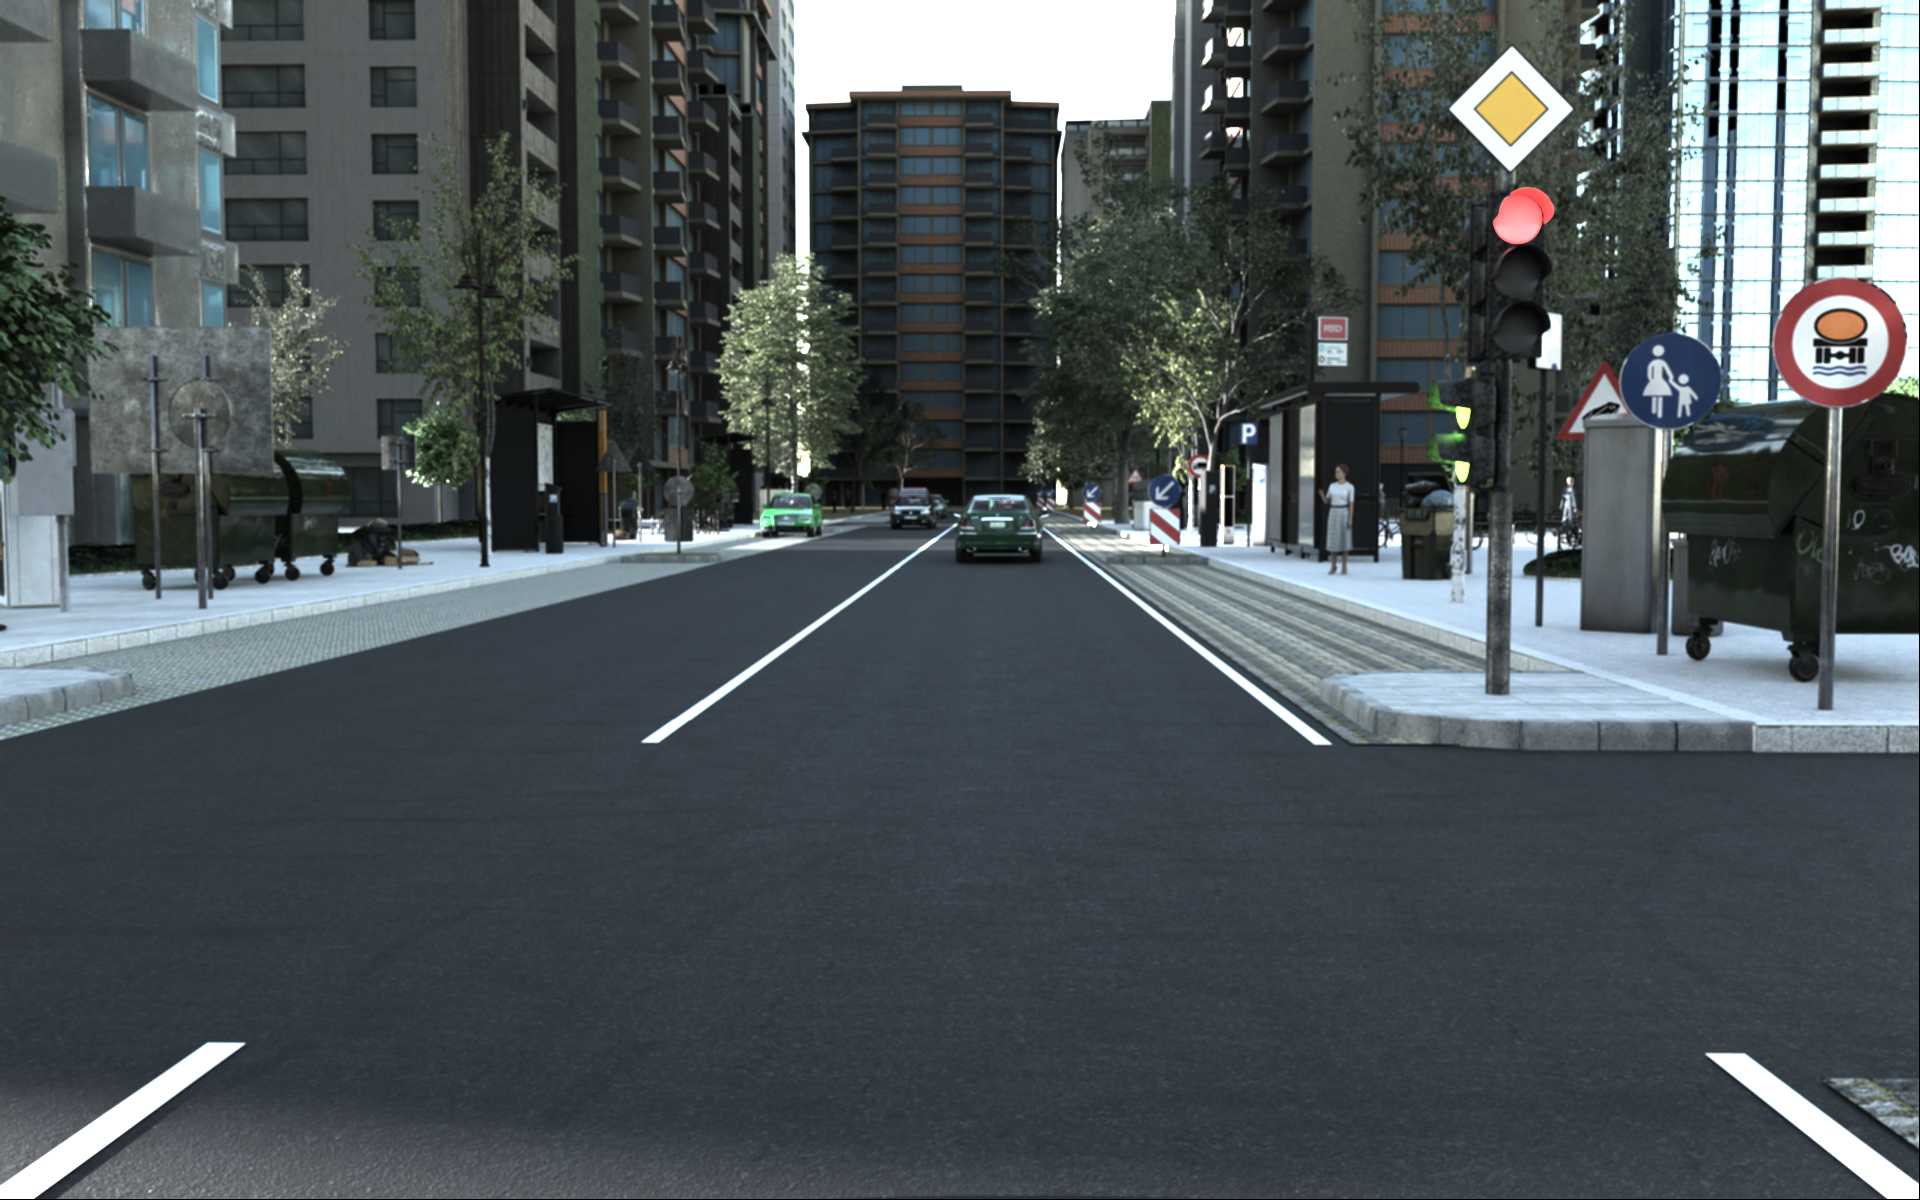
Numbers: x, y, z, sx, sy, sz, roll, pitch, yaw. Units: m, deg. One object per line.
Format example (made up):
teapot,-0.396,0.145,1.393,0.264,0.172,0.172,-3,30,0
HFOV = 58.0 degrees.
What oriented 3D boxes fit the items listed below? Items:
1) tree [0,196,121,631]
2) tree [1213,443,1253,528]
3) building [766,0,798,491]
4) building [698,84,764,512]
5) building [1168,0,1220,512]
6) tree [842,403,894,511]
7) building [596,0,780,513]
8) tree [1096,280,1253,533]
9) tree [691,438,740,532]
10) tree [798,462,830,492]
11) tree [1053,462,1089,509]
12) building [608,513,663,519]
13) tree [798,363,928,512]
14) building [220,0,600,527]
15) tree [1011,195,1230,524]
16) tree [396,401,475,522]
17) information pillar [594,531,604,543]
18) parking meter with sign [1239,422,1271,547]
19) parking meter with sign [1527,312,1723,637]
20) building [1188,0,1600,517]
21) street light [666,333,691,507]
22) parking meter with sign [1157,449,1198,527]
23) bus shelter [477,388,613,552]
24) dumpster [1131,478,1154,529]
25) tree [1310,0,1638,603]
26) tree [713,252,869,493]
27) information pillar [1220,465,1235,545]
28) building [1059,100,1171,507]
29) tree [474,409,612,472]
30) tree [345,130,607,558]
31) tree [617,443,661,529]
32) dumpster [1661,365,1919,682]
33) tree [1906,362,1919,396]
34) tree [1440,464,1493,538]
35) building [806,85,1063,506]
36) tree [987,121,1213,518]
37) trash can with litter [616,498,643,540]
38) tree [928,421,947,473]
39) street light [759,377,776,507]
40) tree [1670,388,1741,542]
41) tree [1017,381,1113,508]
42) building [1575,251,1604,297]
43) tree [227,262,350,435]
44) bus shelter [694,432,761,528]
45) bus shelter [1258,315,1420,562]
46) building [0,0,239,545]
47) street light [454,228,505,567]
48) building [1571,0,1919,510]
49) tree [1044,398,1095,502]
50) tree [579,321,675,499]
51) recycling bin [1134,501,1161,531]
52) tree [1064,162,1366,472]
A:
tree,-9.612,-1.969,15.905,4.285,4.588,4.351,0,3,0
tree,10.347,-4.344,65.631,1.663,3.219,1.824,0,3,0
building,-32.144,-39.534,188.384,28.212,58.520,21.231,0,4,1
building,-21.896,-21.465,122.654,14.160,30.474,14.107,0,4,1
building,27.464,-36.501,138.785,21.231,58.520,28.212,0,4,1
tree,-7.040,-10.998,130.175,4.737,8.622,4.395,0,3,0
building,-28.751,-29.915,143.734,28.867,44.769,22.147,0,4,1
tree,7.439,-6.540,57.285,4.737,8.622,4.395,0,3,0
tree,-8.321,-3.972,59.551,1.663,3.219,1.824,0,3,0
tree,-7.768,-6.016,92.955,1.663,3.219,1.824,0,3,0
tree,9.499,-9.988,147.022,4.285,4.588,4.351,0,3,0
building,-26.210,-27.284,100.712,22.147,44.769,28.867,0,4,1
tree,-7.442,-11.361,120.162,8.767,10.594,7.601,-1,4,-12
building,-23.631,-18.430,73.024,14.160,30.474,14.107,0,4,1
tree,6.944,-10.285,74.812,9.857,13.997,8.962,0,3,0
tree,-18.313,-4.746,61.313,4.285,4.588,4.351,0,3,0
information pillar,-9.517,-2.524,45.764,0.304,2.012,0.304,0,4,-2
parking meter with sign,7.611,-2.846,42.796,0.543,3.016,1.738,3,5,43
parking meter with sign,6.211,-1.215,16.130,1.738,3.016,0.543,3,5,43
building,27.011,-27.883,110.507,22.147,44.769,28.867,0,4,1
street light,-8.083,-4.711,49.812,0.468,5.910,1.993,0,4,1
parking meter with sign,8.535,-4.354,67.446,1.738,3.016,0.543,0,4,6
bus shelter,-9.809,-3.067,41.426,1.731,3.624,6.357,0,4,1
dumpster,6.950,-3.520,63.311,1.264,1.857,1.865,0,4,1
tree,6.028,-4.263,20.062,4.360,8.622,3.978,0,3,0
tree,-7.942,-9.975,81.214,7.486,12.596,7.792,0,3,0
information pillar,6.810,-2.420,44.057,0.304,2.012,0.304,0,4,-3
building,17.757,-30.560,183.248,14.086,41.232,14.154,0,4,1
tree,-13.651,-4.692,60.428,4.285,4.588,4.351,0,3,0
tree,-9.695,-5.139,34.389,4.737,8.622,4.395,0,3,0
tree,-11.967,-4.287,64.692,1.663,3.219,1.824,0,3,0
dumpster,6.186,-0.614,12.526,1.502,2.255,1.985,0,4,1
tree,22.719,-3.505,41.016,4.285,4.588,4.351,0,3,0
tree,15.253,-3.464,51.235,1.663,3.219,1.824,0,3,0
building,-3.608,-32.643,188.336,28.867,44.769,22.147,0,4,1
tree,7.153,-14.384,91.074,12.611,20.169,13.585,0,3,0
trash can with litter,-9.297,-2.268,48.472,0.624,1.170,1.055,0,4,6
tree,-5.487,-13.916,161.931,8.767,10.594,7.601,0,4,-4
street light,-7.598,-5.859,68.590,0.468,5.910,1.993,0,4,1
tree,19.337,-3.848,46.635,4.285,4.588,4.351,0,3,0
tree,9.936,-14.622,156.071,9.611,12.733,9.660,0,3,0
building,61.360,-30.573,183.459,14.086,41.232,14.154,0,4,1
tree,-21.378,-6.350,54.187,4.360,8.622,3.978,0,3,0
bus shelter,-9.180,-4.744,68.851,1.731,3.624,6.357,0,4,1
bus shelter,7.623,-3.607,36.607,2.179,5.291,8.768,0,4,1
building,-29.745,-25.300,33.264,23.786,49.044,30.456,0,4,1
street light,-8.401,-3.526,30.434,0.468,5.910,1.993,0,4,1
building,65.072,-50.589,139.802,31.000,86.520,22.319,0,4,1
tree,7.374,-9.410,104.222,4.737,8.622,4.395,0,3,0
tree,-13.843,-7.491,72.846,4.360,8.622,3.978,0,3,0
recycling bin,6.542,-2.935,60.541,0.722,1.027,0.722,-2,4,-24
tree,7.121,-7.052,49.706,8.767,10.594,7.601,0,4,6
